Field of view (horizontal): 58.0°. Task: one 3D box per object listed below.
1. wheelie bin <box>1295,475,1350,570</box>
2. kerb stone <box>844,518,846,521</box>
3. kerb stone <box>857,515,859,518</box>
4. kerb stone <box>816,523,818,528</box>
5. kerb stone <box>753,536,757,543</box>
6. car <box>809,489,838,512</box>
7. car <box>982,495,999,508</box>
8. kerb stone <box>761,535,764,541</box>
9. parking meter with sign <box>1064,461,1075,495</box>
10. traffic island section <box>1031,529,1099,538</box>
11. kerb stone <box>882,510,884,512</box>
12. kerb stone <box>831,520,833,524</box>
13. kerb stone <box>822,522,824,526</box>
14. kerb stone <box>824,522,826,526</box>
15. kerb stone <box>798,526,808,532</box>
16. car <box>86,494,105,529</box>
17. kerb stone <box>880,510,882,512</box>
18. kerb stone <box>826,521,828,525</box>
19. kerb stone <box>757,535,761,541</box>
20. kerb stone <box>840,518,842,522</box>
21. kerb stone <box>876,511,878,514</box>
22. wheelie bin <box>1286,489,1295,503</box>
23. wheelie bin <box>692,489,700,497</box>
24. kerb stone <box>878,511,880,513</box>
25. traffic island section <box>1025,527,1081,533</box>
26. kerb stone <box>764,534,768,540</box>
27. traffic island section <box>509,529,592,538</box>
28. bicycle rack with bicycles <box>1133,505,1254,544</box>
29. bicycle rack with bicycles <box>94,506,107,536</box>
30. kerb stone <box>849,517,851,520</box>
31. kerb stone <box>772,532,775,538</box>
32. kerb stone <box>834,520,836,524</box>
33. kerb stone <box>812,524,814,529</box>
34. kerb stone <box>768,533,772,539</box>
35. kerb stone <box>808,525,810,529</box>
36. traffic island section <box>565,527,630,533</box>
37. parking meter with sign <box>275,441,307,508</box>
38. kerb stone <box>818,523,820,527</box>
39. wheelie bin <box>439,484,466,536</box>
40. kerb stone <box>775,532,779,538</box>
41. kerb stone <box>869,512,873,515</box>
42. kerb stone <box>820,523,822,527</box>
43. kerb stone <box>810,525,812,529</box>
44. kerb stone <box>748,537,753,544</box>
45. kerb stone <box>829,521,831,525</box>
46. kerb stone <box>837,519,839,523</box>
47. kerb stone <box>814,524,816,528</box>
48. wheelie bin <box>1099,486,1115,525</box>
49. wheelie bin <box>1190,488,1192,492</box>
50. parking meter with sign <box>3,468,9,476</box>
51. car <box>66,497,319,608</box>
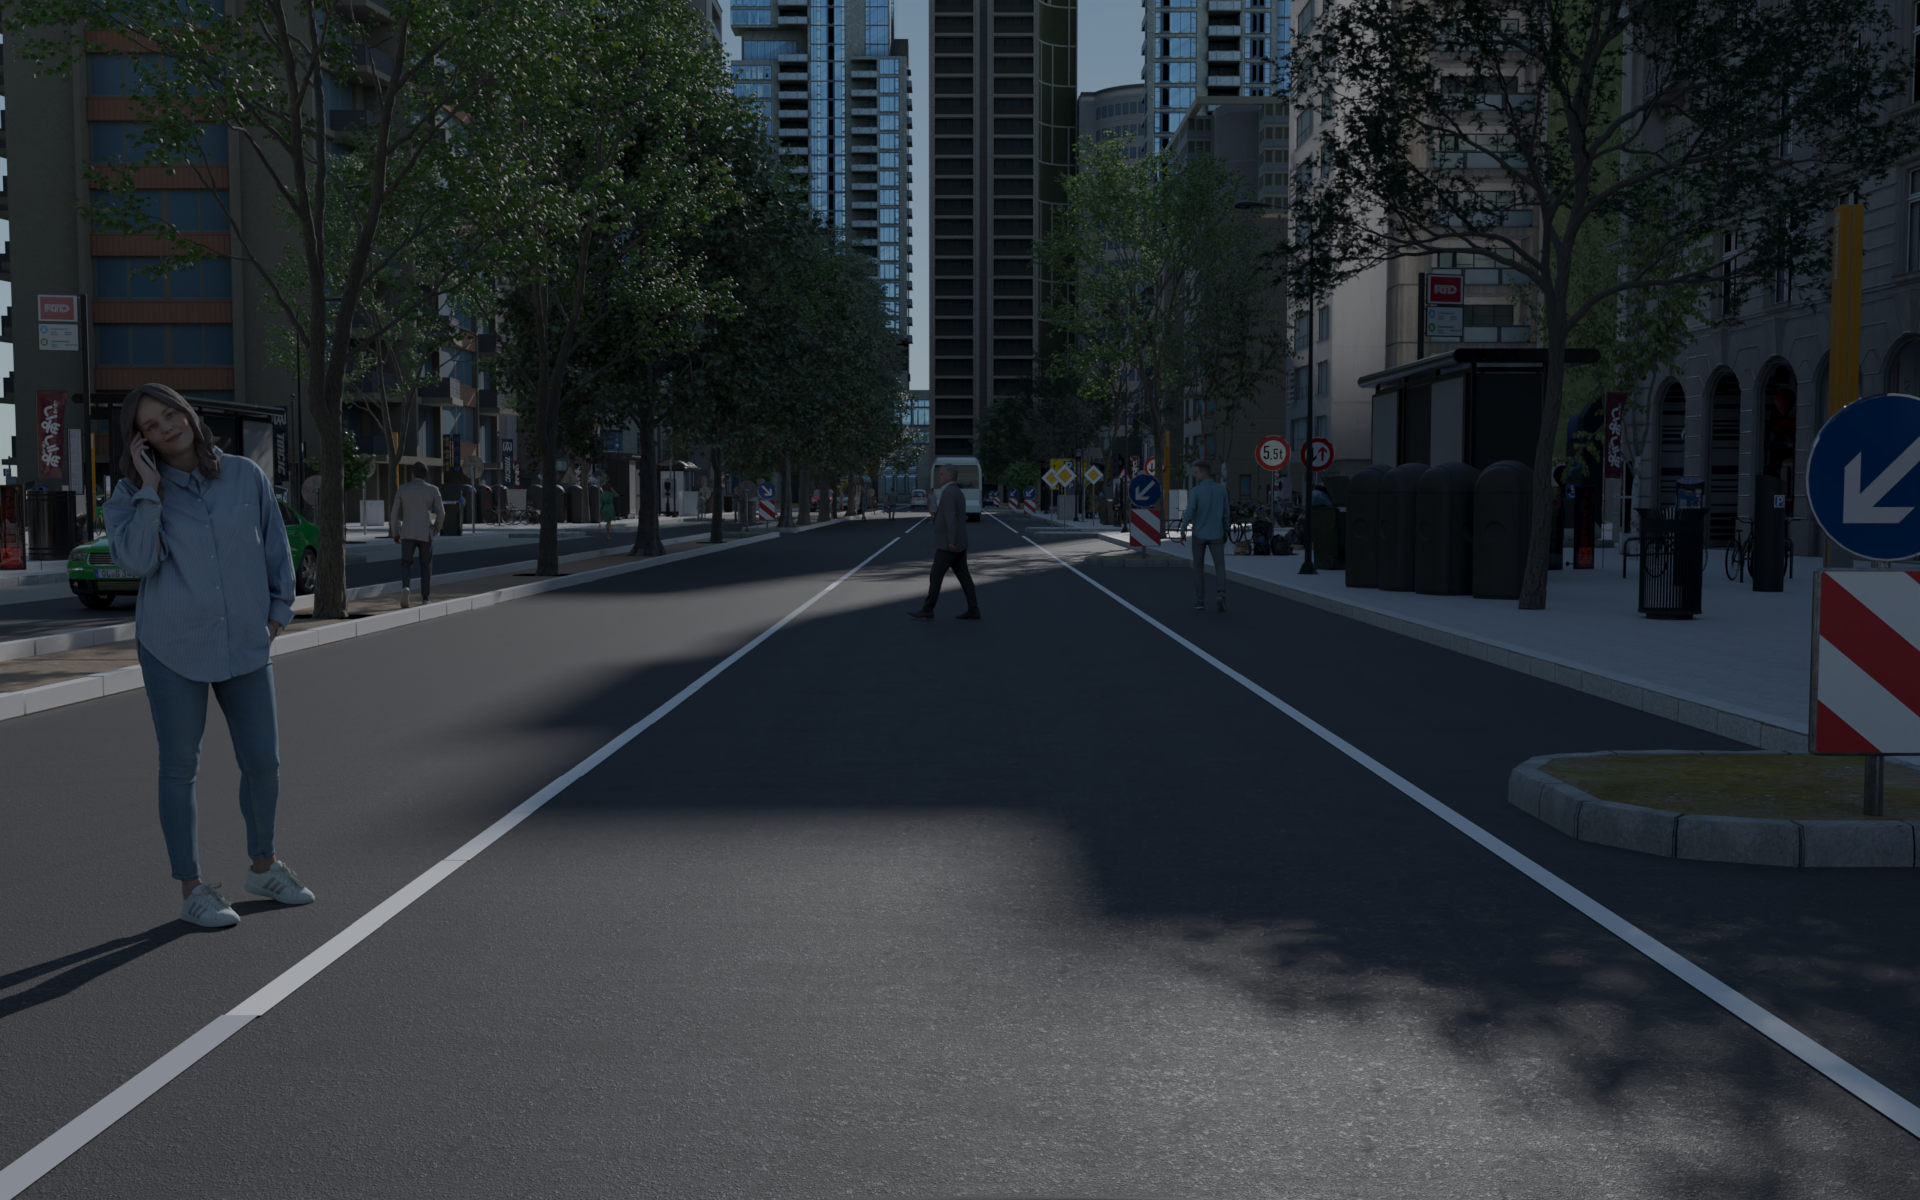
[{"bbox_3d":[6.338,-1.316,29.428,0.980,1.594,0.693,-2,4,-35],"label":"wheelie bin"},{"bbox_3d":[-6.176,-4.151,90.175,0.120,0.150,1.000,0,3,0],"label":"kerb stone"},{"bbox_3d":[-6.185,-4.909,102.458,0.120,0.150,1.000,0,3,0],"label":"kerb stone"},{"bbox_3d":[-6.149,-3.088,72.727,0.120,0.150,1.000,0,3,0],"label":"kerb stone"},{"bbox_3d":[-6.142,-1.739,50.673,0.120,0.150,1.000,0,3,0],"label":"kerb stone"},{"bbox_3d":[-10.894,-7.939,138.476,2.281,1.827,5.304,0,4,-2],"label":"car"},{"bbox_3d":[3.180,-10.244,180.066,1.945,1.354,3.894,0,3,0],"label":"car"},{"bbox_3d":[-6.149,-1.867,52.720,0.120,0.150,1.000,0,3,0],"label":"kerb stone"},{"bbox_3d":[5.769,-5.780,90.771,0.543,3.016,1.738,0,4,-1],"label":"parking meter with sign"},{"bbox_3d":[3.500,-2.158,57.556,2.009,0.180,2.903,0,3,0],"label":"traffic island section"},{"bbox_3d":[-6.204,-6.850,134.268,0.120,0.150,1.000,0,3,0],"label":"kerb stone"},{"bbox_3d":[-6.169,-3.593,80.941,0.120,0.150,1.000,0,3,0],"label":"kerb stone"},{"bbox_3d":[-6.166,-3.279,75.815,0.120,0.150,1.000,0,3,0],"label":"kerb stone"},{"bbox_3d":[-6.165,-3.342,76.838,0.120,0.150,1.000,0,3,0],"label":"kerb stone"},{"bbox_3d":[-6.152,-2.777,67.599,0.120,0.150,1.000,0,3,0],"label":"kerb stone"},{"bbox_3d":[-29.842,-3.194,61.023,4.718,1.807,1.959,0,4,-2],"label":"car"},{"bbox_3d":[-6.217,-6.729,132.217,0.120,0.150,1.000,0,3,0],"label":"kerb stone"},{"bbox_3d":[-6.158,-3.398,77.861,0.120,0.150,1.000,0,3,0],"label":"kerb stone"},{"bbox_3d":[-6.138,-1.804,51.695,0.120,0.150,1.000,0,3,0],"label":"kerb stone"},{"bbox_3d":[-6.174,-3.970,87.097,0.120,0.150,1.000,0,3,0],"label":"kerb stone"},{"bbox_3d":[-6.204,-6.290,125.034,0.120,0.150,1.000,0,3,0],"label":"kerb stone"},{"bbox_3d":[18.877,-5.534,98.391,0.693,1.594,0.980,1,4,11],"label":"wheelie bin"},{"bbox_3d":[-16.669,-6.244,109.993,0.980,1.594,0.693,-1,4,-11],"label":"wheelie bin"},{"bbox_3d":[-6.206,-6.475,128.108,0.120,0.150,1.000,0,3,0],"label":"kerb stone"},{"bbox_3d":[3.493,-2.646,65.541,2.009,0.180,2.903,0,3,0],"label":"traffic island section"},{"bbox_3d":[-6.148,-1.927,53.743,0.120,0.150,1.000,0,3,0],"label":"kerb stone"},{"bbox_3d":[-13.642,-2.157,57.547,2.009,0.180,2.903,0,3,0],"label":"traffic island section"},{"bbox_3d":[6.618,-1.947,45.209,2.925,0.926,2.852,-3,4,-37],"label":"bicycle rack with bicycles"},{"bbox_3d":[-24.834,-2.402,52.648,2.852,0.926,2.925,-2,4,-35],"label":"bicycle rack with bicycles"},{"bbox_3d":[-6.177,-4.408,94.269,0.120,0.150,1.000,0,3,0],"label":"kerb stone"},{"bbox_3d":[-6.143,-2.055,55.787,0.120,0.150,1.000,0,3,0],"label":"kerb stone"},{"bbox_3d":[-6.166,-3.718,82.988,0.120,0.150,1.000,0,3,0],"label":"kerb stone"},{"bbox_3d":[-6.164,-2.964,70.675,0.120,0.150,1.000,0,3,0],"label":"kerb stone"},{"bbox_3d":[-6.150,-1.990,54.765,0.120,0.150,1.000,0,3,0],"label":"kerb stone"},{"bbox_3d":[-6.160,-2.835,68.623,0.120,0.150,1.000,0,3,0],"label":"kerb stone"},{"bbox_3d":[-13.648,-2.645,65.532,2.009,0.180,2.903,0,3,0],"label":"traffic island section"},{"bbox_3d":[-22.495,-3.722,57.116,1.738,3.016,0.543,-3,4,-36],"label":"parking meter with sign"},{"bbox_3d":[-6.165,-3.153,73.750,0.120,0.150,1.000,0,3,0],"label":"kerb stone"},{"bbox_3d":[-15.554,-2.751,52.885,0.980,1.594,0.693,0,4,-4],"label":"wheelie bin"},{"bbox_3d":[-6.146,-2.117,56.809,0.120,0.150,1.000,0,3,0],"label":"kerb stone"},{"bbox_3d":[-6.193,-5.851,117.852,0.120,0.150,1.000,0,3,0],"label":"kerb stone"},{"bbox_3d":[-6.160,-3.214,74.785,0.120,0.150,1.000,0,3,0],"label":"kerb stone"},{"bbox_3d":[-6.164,-2.902,69.647,0.120,0.150,1.000,0,3,0],"label":"kerb stone"},{"bbox_3d":[-6.140,-1.679,49.651,0.120,0.150,1.000,0,3,0],"label":"kerb stone"},{"bbox_3d":[-6.166,-3.530,79.910,0.120,0.150,1.000,0,3,0],"label":"kerb stone"},{"bbox_3d":[-6.169,-3.844,85.045,0.120,0.150,1.000,0,3,0],"label":"kerb stone"},{"bbox_3d":[-6.154,-3.025,71.698,0.120,0.150,1.000,0,3,0],"label":"kerb stone"},{"bbox_3d":[6.187,-3.901,71.684,0.980,1.594,0.693,-1,4,-17],"label":"wheelie bin"},{"bbox_3d":[11.747,-4.746,85.497,0.980,1.594,0.693,1,4,20],"label":"wheelie bin"},{"bbox_3d":[-63.930,-7.403,117.303,1.738,3.016,0.543,2,4,25],"label":"parking meter with sign"},{"bbox_3d":[-10.132,-0.882,23.210,1.959,1.807,4.718,0,4,1],"label":"car"}]
